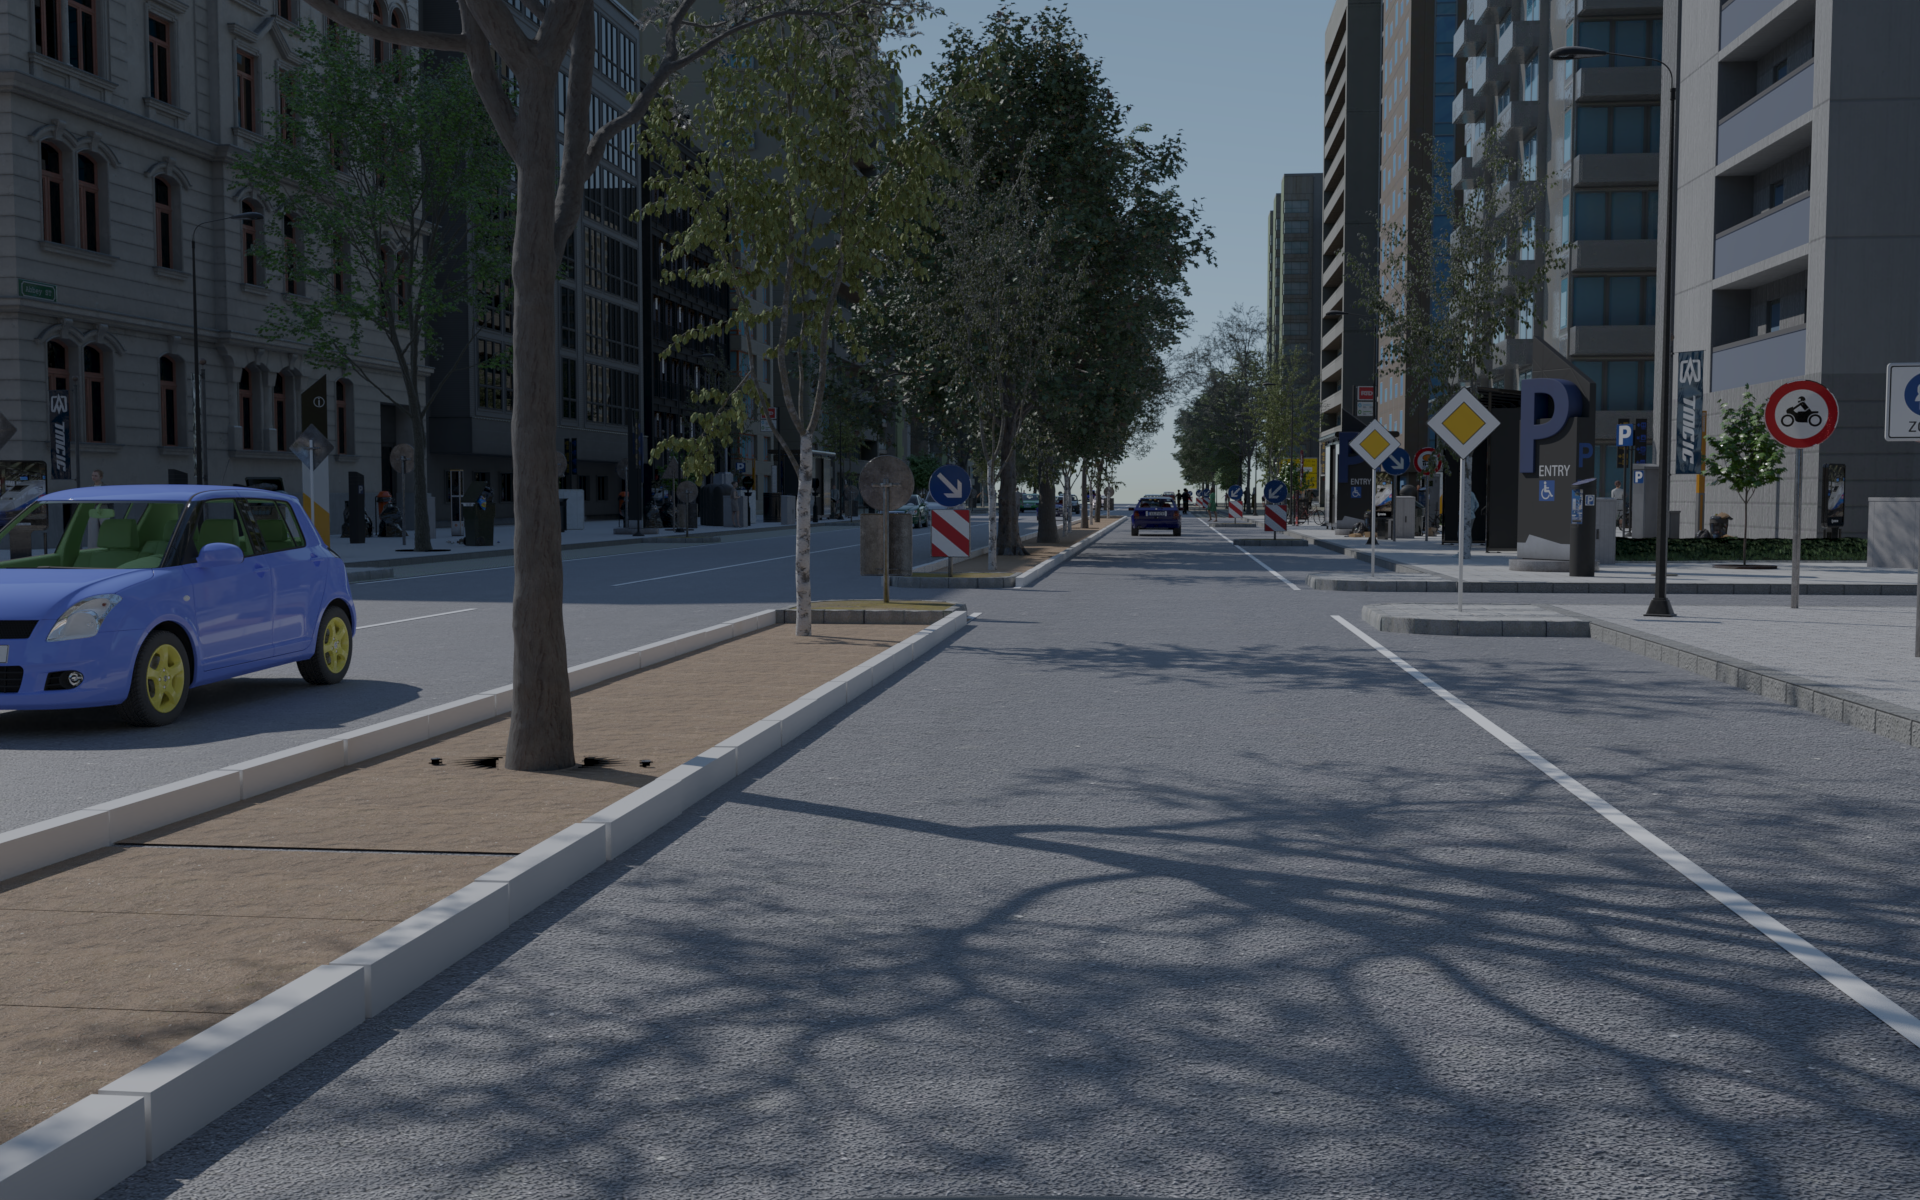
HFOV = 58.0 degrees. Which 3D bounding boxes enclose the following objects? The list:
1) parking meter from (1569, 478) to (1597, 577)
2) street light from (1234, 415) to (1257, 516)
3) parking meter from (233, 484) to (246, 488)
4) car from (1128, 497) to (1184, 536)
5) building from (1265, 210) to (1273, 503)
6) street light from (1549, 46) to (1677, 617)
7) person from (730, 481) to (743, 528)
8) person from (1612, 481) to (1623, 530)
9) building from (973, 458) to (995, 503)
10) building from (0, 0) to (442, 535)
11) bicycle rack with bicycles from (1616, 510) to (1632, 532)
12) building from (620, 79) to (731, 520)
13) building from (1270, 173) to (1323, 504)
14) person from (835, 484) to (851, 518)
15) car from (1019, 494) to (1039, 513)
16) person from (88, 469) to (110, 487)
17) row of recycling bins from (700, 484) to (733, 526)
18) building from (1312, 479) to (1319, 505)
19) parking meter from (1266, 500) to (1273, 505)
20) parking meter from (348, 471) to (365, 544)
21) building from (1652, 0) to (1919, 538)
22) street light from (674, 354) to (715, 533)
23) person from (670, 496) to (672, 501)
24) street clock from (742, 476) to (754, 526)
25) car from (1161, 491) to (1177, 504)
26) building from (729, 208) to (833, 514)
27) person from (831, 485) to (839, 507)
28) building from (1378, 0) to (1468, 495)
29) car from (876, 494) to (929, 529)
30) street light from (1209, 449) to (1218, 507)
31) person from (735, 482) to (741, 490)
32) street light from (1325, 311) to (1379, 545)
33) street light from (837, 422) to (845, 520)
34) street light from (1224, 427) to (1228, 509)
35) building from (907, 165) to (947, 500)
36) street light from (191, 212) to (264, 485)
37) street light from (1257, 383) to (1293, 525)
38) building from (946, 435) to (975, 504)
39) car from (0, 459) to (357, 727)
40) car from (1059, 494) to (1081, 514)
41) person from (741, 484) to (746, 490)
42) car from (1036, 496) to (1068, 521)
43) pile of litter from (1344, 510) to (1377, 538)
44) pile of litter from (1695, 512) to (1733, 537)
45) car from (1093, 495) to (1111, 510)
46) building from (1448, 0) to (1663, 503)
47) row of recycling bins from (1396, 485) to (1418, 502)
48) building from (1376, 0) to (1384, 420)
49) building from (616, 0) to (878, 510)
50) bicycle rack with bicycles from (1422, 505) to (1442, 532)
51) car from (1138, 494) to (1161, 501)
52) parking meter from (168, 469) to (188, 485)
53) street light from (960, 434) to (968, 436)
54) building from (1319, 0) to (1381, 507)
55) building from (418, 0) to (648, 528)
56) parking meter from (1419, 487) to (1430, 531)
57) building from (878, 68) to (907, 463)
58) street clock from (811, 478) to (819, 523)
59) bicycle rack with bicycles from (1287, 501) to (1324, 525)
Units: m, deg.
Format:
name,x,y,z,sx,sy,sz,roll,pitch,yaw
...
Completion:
name,x,y,z,sx,sy,sz,roll,pitch,yaw
parking meter,9.682,-1.132,26.920,0.372,1.533,0.369,0,3,0
street light,16.742,-7.866,101.155,1.470,5.913,1.316,0,4,7
parking meter,-17.559,-2.075,42.340,0.372,1.533,0.369,0,3,0
car,6.845,-2.928,60.456,1.945,1.354,3.894,0,4,6
building,49.594,-33.813,236.433,14.154,41.232,14.086,0,4,7
street light,6.821,-2.786,18.095,1.470,5.913,1.316,0,4,7
person,-8.535,-3.647,66.018,0.374,1.781,0.599,-2,4,-24
person,23.274,-3.339,61.204,0.480,1.755,0.524,1,4,19
building,-6.534,-38.335,250.472,21.300,48.544,21.600,0,4,7
building,-26.351,-16.108,50.750,14.401,28.519,23.554,0,4,7
bicycle rack with bicycles,21.183,-2.749,58.329,2.925,0.926,2.852,1,4,16
building,-20.521,-16.198,94.519,12.332,23.373,15.834,0,4,7
building,48.041,-32.958,222.459,14.154,41.232,14.086,0,4,7
person,-6.293,-5.238,91.900,0.699,1.804,1.509,-3,5,-44
car,5.423,-7.611,133.233,1.959,1.807,4.718,1,4,8
person,-16.578,-1.634,33.315,0.519,1.759,0.362,0,4,-4
row of recycling bins,-9.887,-3.864,70.282,1.069,1.692,3.534,-1,4,-19
building,55.784,-31.204,202.074,32.217,40.220,23.993,0,4,7
parking meter,17.417,-5.609,97.415,0.399,1.863,0.255,-2,4,-34
parking meter,-15.652,-2.400,44.955,0.255,1.863,0.399,1,4,13
building,33.654,-30.454,39.930,28.212,58.520,21.231,0,4,7
street light,-8.809,-5.200,57.556,1.470,5.913,1.316,0,4,7
person,-14.805,-4.710,88.059,0.382,1.210,0.505,0,4,4
street clock,-8.470,-3.955,69.235,0.471,2.002,0.358,-1,4,-10
car,29.369,-14.361,243.472,2.281,1.827,5.304,0,4,7
building,-25.283,-16.866,120.794,27.650,21.520,28.899,0,4,7
person,-7.024,-5.517,96.346,0.635,1.810,0.391,0,4,7
building,36.224,-28.517,116.365,14.600,45.320,14.200,0,4,7
car,-2.418,-3.783,73.654,2.131,1.459,4.920,0,4,5
street light,22.342,-10.762,148.493,1.470,5.913,1.316,0,4,7
person,-11.433,-5.114,89.011,0.474,1.900,0.648,-2,4,-24
street light,9.952,-4.368,43.955,1.470,5.913,1.316,0,4,7
street light,-5.394,-6.937,85.954,1.470,5.913,1.316,0,4,7
street light,18.903,-9.011,119.870,1.470,5.913,1.316,0,4,7
building,-9.325,-31.831,204.038,14.154,41.232,14.086,0,4,7
street light,-12.161,-3.439,28.763,1.470,5.913,1.316,0,4,7
street light,13.310,-6.105,72.359,1.470,5.913,1.316,0,4,7
building,-13.393,-23.345,226.727,27.650,21.520,28.899,0,4,7
car,-5.632,-0.138,11.843,1.945,1.707,3.694,0,4,5
car,7.761,-7.041,124.909,2.009,1.686,4.222,0,4,6
person,-10.035,-4.580,81.106,0.721,1.800,0.419,2,4,26
car,5.136,-5.008,94.468,1.945,1.354,3.894,0,4,7
pile of litter,12.305,-2.292,51.435,1.719,0.858,1.176,1,4,17
pile of litter,17.982,-1.656,41.042,1.176,0.858,1.719,-3,5,-41
car,13.050,-8.928,158.340,2.083,1.381,4.827,0,4,5
building,36.320,-28.335,82.879,23.786,49.044,30.456,0,4,7
row of recycling bins,20.433,-4.275,77.014,3.534,1.692,1.069,2,4,24
building,41.550,-42.460,132.466,20.563,71.187,20.611,0,4,7
building,-19.051,-31.870,144.772,21.300,48.544,21.600,0,4,7
bicycle rack with bicycles,16.416,-2.736,58.120,2.925,0.926,2.852,-3,4,-38
car,13.443,-6.795,120.892,2.009,1.686,4.222,0,4,5
parking meter,-18.281,-2.131,40.553,0.255,1.863,0.399,2,4,29
street light,0.231,-9.852,133.622,1.470,5.913,1.316,0,4,7
building,44.002,-32.439,154.081,21.300,48.544,21.600,0,4,7
building,-23.754,-17.201,74.740,14.314,27.812,24.014,0,4,7
parking meter,16.068,-3.154,59.976,0.372,1.533,0.369,0,3,0
building,-13.257,-29.280,162.325,14.154,41.232,14.086,0,4,7
street clock,-6.513,-4.487,77.928,0.358,2.002,0.471,1,4,18
bicycle rack with bicycles,15.805,-3.598,72.205,2.852,0.926,2.925,-2,4,-31
